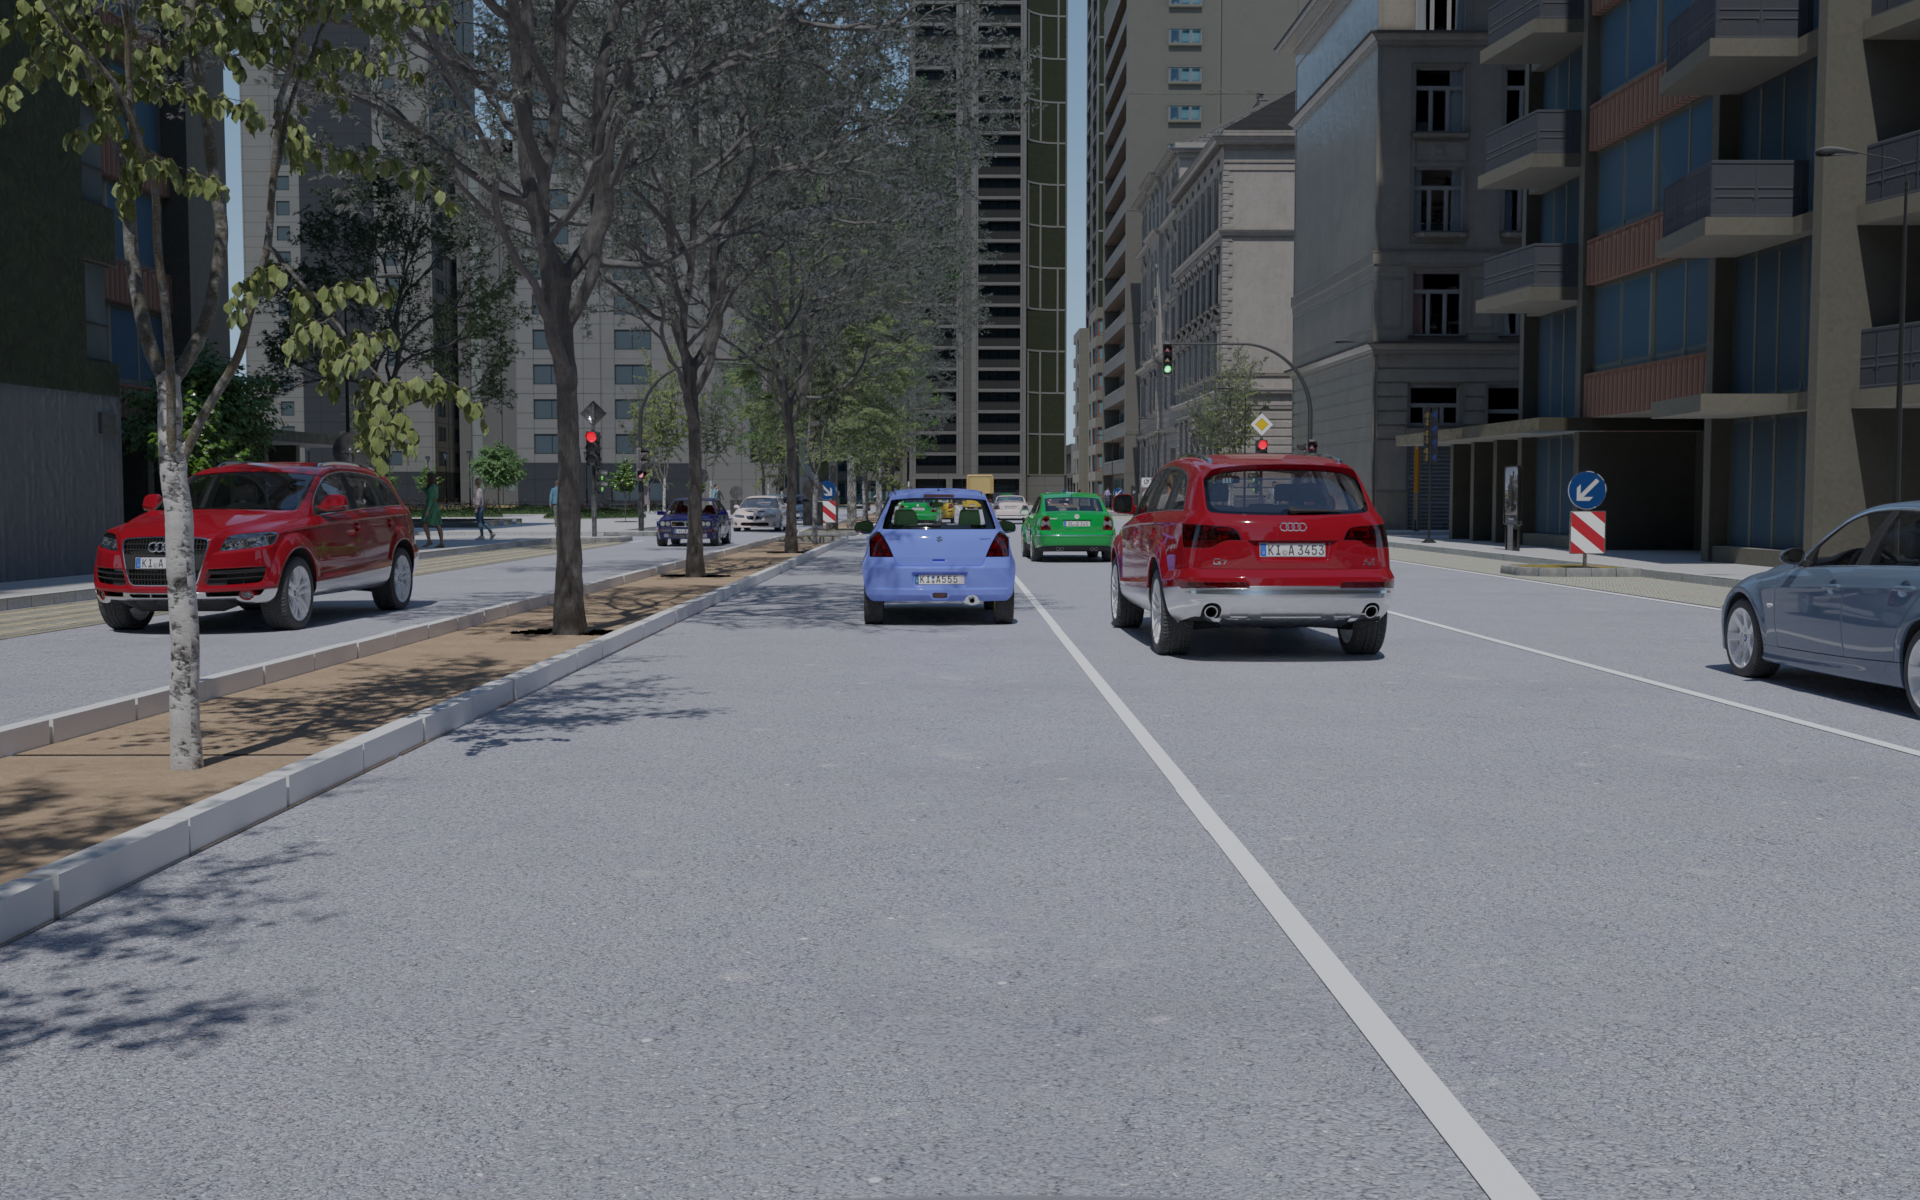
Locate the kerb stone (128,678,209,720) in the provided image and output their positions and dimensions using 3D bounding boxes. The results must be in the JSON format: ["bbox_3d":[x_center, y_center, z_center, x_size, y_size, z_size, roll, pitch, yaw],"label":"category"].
[{"bbox_3d":[-5.240,0.660,11.402,0.120,0.150,1.000,0,4,0],"label":"kerb stone"}]

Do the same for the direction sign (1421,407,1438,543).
[{"bbox_3d":[12.318,-3.266,45.388,0.379,3.537,0.876,0,4,-7],"label":"direction sign"}]

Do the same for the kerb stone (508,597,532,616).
[{"bbox_3d":[-5.312,0.096,20.627,0.120,0.150,1.000,0,4,0],"label":"kerb stone"}]

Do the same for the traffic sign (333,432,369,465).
[{"bbox_3d":[-12.554,-2.178,35.717,0.768,2.556,0.104,0,4,1],"label":"traffic sign"}]

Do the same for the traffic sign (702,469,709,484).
[{"bbox_3d":[-12.953,-5.292,86.628,0.768,2.556,0.104,0,4,6],"label":"traffic sign"}]

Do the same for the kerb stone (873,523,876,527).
[{"bbox_3d":[-3.641,-3.323,76.533,0.120,0.150,1.000,0,4,0],"label":"kerb stone"}]

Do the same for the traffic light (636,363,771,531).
[{"bbox_3d":[-8.939,-5.218,59.985,4.771,5.953,1.251,0,4,0],"label":"traffic light"}]

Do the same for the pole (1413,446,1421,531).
[{"bbox_3d":[15.718,-4.020,59.571,0.158,3.312,0.155,0,3,0],"label":"pole"}]

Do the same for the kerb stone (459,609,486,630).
[{"bbox_3d":[-5.298,0.227,18.564,0.120,0.150,1.000,0,4,0],"label":"kerb stone"}]

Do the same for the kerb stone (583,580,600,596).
[{"bbox_3d":[-5.338,-0.155,24.735,0.120,0.150,1.000,0,4,0],"label":"kerb stone"}]

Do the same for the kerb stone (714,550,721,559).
[{"bbox_3d":[-5.441,-0.971,38.076,0.120,0.150,1.000,0,4,0],"label":"kerb stone"}]

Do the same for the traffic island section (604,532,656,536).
[{"bbox_3d":[-11.070,-2.311,60.068,2.009,0.180,2.903,0,4,0],"label":"traffic island section"}]

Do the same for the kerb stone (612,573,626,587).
[{"bbox_3d":[-5.361,-0.281,26.792,0.120,0.150,1.000,0,4,0],"label":"kerb stone"}]

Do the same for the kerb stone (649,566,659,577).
[{"bbox_3d":[-5.386,-0.462,29.865,0.120,0.150,1.000,0,4,0],"label":"kerb stone"}]

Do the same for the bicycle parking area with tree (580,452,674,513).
[{"bbox_3d":[-23.429,-8.078,119.078,8.231,4.147,9.016,-2,4,-34],"label":"bicycle parking area with tree"}]

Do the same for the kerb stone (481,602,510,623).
[{"bbox_3d":[-5.306,0.159,19.598,0.120,0.150,1.000,0,4,0],"label":"kerb stone"}]

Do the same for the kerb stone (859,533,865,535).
[{"bbox_3d":[-3.530,-2.507,63.228,0.120,0.150,1.000,0,4,0],"label":"kerb stone"}]

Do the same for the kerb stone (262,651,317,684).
[{"bbox_3d":[-5.258,0.536,13.447,0.120,0.150,1.000,0,4,0],"label":"kerb stone"}]

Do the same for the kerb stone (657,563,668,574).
[{"bbox_3d":[-5.387,-0.532,30.887,0.120,0.150,1.000,0,4,0],"label":"kerb stone"}]

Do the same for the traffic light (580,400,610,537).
[{"bbox_3d":[-10.970,-3.855,51.949,0.839,4.253,0.868,0,4,0],"label":"traffic light"}]

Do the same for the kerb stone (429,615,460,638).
[{"bbox_3d":[-5.289,0.292,17.540,0.120,0.150,1.000,0,4,0],"label":"kerb stone"}]

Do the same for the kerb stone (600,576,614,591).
[{"bbox_3d":[-5.348,-0.218,25.763,0.120,0.150,1.000,0,4,0],"label":"kerb stone"}]

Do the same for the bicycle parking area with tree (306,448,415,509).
[{"bbox_3d":[-35.998,-6.560,94.251,9.016,4.147,8.231,1,4,8],"label":"bicycle parking area with tree"}]

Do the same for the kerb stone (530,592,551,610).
[{"bbox_3d":[-5.325,0.034,21.653,0.120,0.150,1.000,0,4,0],"label":"kerb stone"}]

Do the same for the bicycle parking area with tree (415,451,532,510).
[{"bbox_3d":[-34.056,-8.014,118.038,9.016,4.147,8.231,-1,4,-20],"label":"bicycle parking area with tree"}]

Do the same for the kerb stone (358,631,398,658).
[{"bbox_3d":[-5.269,0.415,15.495,0.120,0.150,1.000,0,4,0],"label":"kerb stone"}]

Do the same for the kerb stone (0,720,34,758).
[{"bbox_3d":[-5.233,0.786,9.346,0.120,0.150,1.000,0,4,0],"label":"kerb stone"}]

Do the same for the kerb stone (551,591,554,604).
[{"bbox_3d":[-5.334,-0.028,22.684,0.120,0.150,1.000,0,4,0],"label":"kerb stone"}]

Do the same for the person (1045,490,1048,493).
[{"bbox_3d":[8.684,-10.233,175.673,0.599,1.838,0.709,1,4,9],"label":"person"}]

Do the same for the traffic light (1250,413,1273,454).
[{"bbox_3d":[10.430,-4.354,60.111,0.839,4.253,0.868,0,4,0],"label":"traffic light"}]

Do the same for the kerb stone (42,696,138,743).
[{"bbox_3d":[-5.233,0.723,10.374,0.120,0.150,1.000,0,4,0],"label":"kerb stone"}]

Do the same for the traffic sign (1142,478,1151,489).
[{"bbox_3d":[11.714,-6.530,108.902,0.606,2.300,0.079,1,4,9],"label":"traffic sign"}]

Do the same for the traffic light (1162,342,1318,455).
[{"bbox_3d":[8.399,-4.728,51.969,4.771,5.953,1.251,0,4,0],"label":"traffic light"}]

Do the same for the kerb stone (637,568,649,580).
[{"bbox_3d":[-5.372,-0.407,28.843,0.120,0.150,1.000,0,4,0],"label":"kerb stone"}]

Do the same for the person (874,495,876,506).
[{"bbox_3d":[-9.916,-11.817,204.890,0.628,1.438,0.799,-1,4,-10],"label":"person"}]

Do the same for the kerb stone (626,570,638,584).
[{"bbox_3d":[-5.359,-0.344,27.817,0.120,0.150,1.000,0,4,0],"label":"kerb stone"}]

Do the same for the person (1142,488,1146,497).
[{"bbox_3d":[12.418,-6.675,116.189,0.522,1.701,0.512,3,5,44],"label":"person"}]

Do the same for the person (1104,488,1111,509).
[{"bbox_3d":[12.717,-8.702,148.190,0.709,1.838,0.599,3,5,44],"label":"person"}]

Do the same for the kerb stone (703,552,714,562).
[{"bbox_3d":[-5.440,-0.907,37.045,0.120,0.150,1.000,0,4,0],"label":"kerb stone"}]

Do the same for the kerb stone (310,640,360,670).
[{"bbox_3d":[-5.269,0.473,14.469,0.120,0.150,1.000,0,4,0],"label":"kerb stone"}]

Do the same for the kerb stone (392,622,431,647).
[{"bbox_3d":[-5.282,0.347,16.517,0.120,0.150,1.000,0,4,0],"label":"kerb stone"}]

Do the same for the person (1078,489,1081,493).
[{"bbox_3d":[11.875,-10.023,170.644,0.721,1.735,1.217,0,4,4],"label":"person"}]

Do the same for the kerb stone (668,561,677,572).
[{"bbox_3d":[-5.400,-0.594,31.909,0.120,0.150,1.000,0,4,0],"label":"kerb stone"}]

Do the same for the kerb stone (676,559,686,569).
[{"bbox_3d":[-5.396,-0.657,32.931,0.120,0.150,1.000,0,4,0],"label":"kerb stone"}]

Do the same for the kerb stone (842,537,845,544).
[{"bbox_3d":[-3.431,-1.661,49.371,0.120,0.150,1.000,0,4,0],"label":"kerb stone"}]

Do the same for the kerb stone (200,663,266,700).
[{"bbox_3d":[-5.256,0.598,12.424,0.120,0.150,1.000,0,4,0],"label":"kerb stone"}]

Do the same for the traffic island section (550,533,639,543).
[{"bbox_3d":[-11.010,-1.823,52.083,2.009,0.180,2.903,0,4,0],"label":"traffic island section"}]

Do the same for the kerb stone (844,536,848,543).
[{"bbox_3d":[-3.435,-1.725,50.393,0.120,0.150,1.000,0,4,0],"label":"kerb stone"}]
